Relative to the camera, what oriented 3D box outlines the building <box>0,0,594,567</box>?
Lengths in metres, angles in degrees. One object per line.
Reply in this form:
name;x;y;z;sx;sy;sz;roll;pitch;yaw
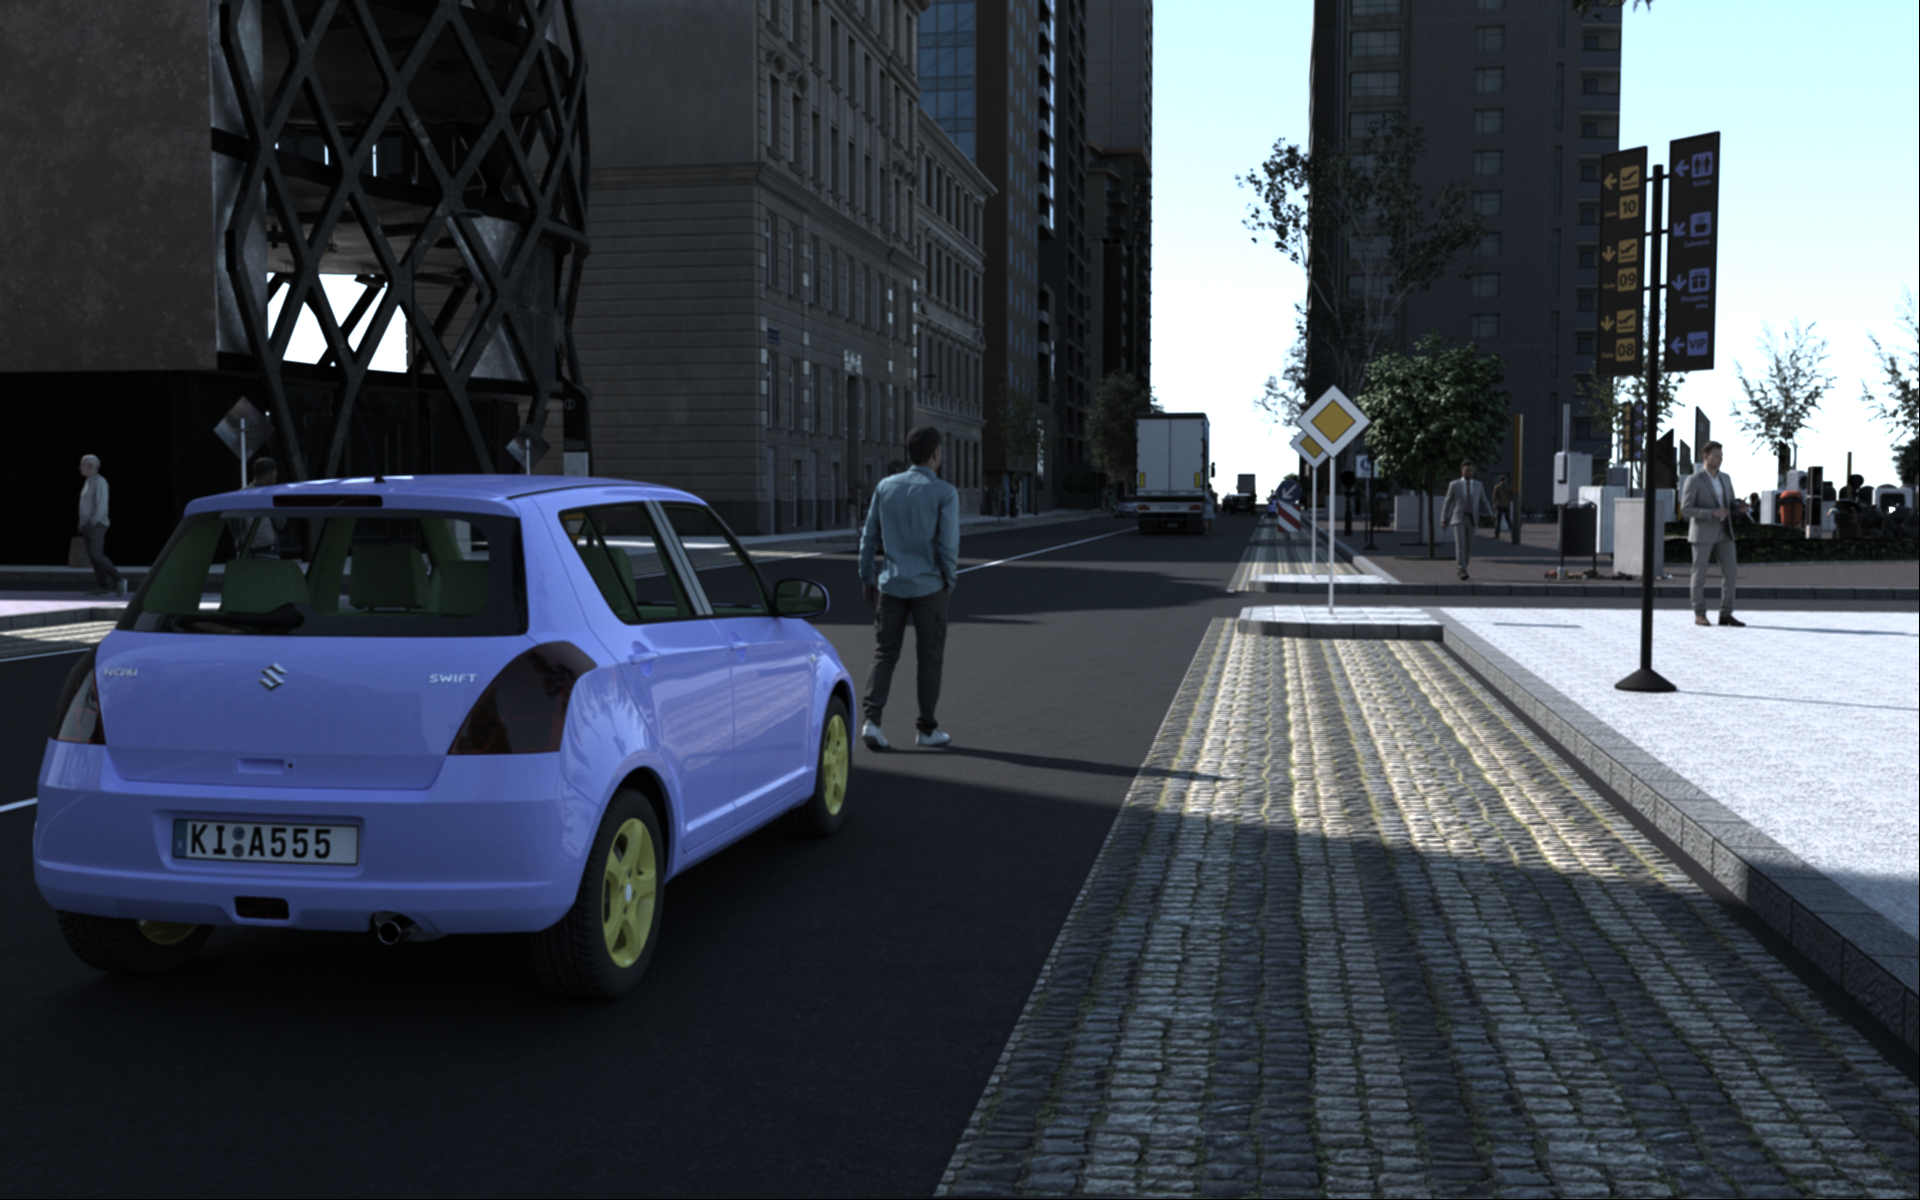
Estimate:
building;-17.389;-10.496;39.070;16.820;18.784;16.811;1;4;10

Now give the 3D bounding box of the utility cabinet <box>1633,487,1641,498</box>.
utility cabinet;22.140;-3.018;58.029;1.173;1.500;0.318;0;4;5

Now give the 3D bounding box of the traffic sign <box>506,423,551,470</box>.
traffic sign;-7.103;-1.609;28.495;0.795;2.593;0.064;1;4;10

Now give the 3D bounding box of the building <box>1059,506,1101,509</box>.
building;3.057;-44.048;158.442;20.563;71.187;20.611;1;4;10

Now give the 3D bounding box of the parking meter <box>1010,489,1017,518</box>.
parking meter;2.880;-5.229;93.912;0.372;1.533;0.369;0;3;0

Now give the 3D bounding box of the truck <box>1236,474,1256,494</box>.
truck;40.197;-15.565;243.397;2.839;4.237;11.283;1;4;9

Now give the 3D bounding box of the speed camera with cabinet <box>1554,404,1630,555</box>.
speed camera with cabinet;13.634;-2.640;37.507;0.660;3.252;2.038;-1;4;-10

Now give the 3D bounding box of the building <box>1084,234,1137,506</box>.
building;12.241;-25.846;194.286;14.160;30.474;14.107;1;4;10

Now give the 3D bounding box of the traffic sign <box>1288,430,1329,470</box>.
traffic sign;5.386;-1.470;26.226;0.795;2.593;0.064;1;4;10

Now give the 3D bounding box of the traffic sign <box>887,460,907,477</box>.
traffic sign;-2.345;-3.928;64.329;0.768;2.556;0.104;1;4;13

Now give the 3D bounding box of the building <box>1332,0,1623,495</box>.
building;39.948;-36.263;134.897;21.231;58.520;28.212;1;4;10

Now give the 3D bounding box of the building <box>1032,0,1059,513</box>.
building;-3.271;-50.153;132.665;22.319;86.520;31.000;1;4;10

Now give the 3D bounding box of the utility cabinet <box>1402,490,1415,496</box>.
utility cabinet;24.071;-5.156;92.984;0.318;1.500;1.173;0;4;-6

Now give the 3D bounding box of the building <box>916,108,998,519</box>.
building;-5.474;-15.370;87.460;11.583;22.565;21.152;1;4;10

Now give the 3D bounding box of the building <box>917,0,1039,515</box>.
building;-2.748;-28.183;110.907;14.600;45.320;14.200;1;4;10

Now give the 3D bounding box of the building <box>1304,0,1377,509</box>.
building;43.094;-32.795;159.895;21.300;48.544;21.600;1;4;10

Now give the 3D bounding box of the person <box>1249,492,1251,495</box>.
person;36.373;-12.688;216.638;0.721;1.739;1.217;0;4;-5

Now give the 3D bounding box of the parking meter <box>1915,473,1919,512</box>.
parking meter;25.123;-2.417;45.228;0.255;1.863;0.399;1;4;9

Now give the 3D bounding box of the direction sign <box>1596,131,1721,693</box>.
direction sign;4.502;-1.179;11.268;0.379;3.537;0.876;-2;4;-31

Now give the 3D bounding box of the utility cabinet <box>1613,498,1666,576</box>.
utility cabinet;10.857;-1.011;27.687;0.306;1.237;1.020;-1;4;-9

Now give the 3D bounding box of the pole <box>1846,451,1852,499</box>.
pole;42.531;-5.445;82.871;0.158;3.312;0.155;0;3;0

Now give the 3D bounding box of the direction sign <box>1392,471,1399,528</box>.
direction sign;16.738;-4.541;66.244;0.876;3.537;0.379;-2;4;-28

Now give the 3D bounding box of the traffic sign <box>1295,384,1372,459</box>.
traffic sign;3.966;-0.989;18.367;0.795;2.593;0.064;1;4;10

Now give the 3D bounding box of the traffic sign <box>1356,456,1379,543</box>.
traffic sign;10.710;-2.658;45.589;0.606;2.300;0.079;1;4;11

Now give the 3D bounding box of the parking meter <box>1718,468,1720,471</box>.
parking meter;17.126;-2.073;39.603;0.399;1.863;0.255;1;4;15

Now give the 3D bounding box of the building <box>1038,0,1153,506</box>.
building;18.116;-48.987;239.183;20.563;71.187;20.611;1;4;10

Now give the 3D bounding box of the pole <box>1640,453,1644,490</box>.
pole;34.176;-5.690;86.868;0.158;3.312;0.155;0;3;0

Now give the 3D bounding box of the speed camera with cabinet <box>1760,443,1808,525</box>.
speed camera with cabinet;31.989;-4.449;67.081;2.038;3.252;0.660;-2;4;-24

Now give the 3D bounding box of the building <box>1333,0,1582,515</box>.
building;32.565;-26.355;114.507;14.154;41.232;14.086;1;4;10

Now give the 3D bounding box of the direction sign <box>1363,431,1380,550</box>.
direction sign;9.488;-2.926;39.839;0.379;3.537;0.876;0;4;1

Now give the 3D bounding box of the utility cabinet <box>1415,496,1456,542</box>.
utility cabinet;12.851;-2.161;46.499;1.020;1.237;0.306;-1;4;-10

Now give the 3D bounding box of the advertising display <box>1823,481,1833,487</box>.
advertising display;43.146;-4.972;86.512;0.123;1.923;0.974;-1;4;-20

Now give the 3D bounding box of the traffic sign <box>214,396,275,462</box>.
traffic sign;-8.523;-1.128;20.637;0.795;2.593;0.064;1;4;10

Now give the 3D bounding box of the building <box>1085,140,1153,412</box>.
building;12.302;-34.312;215.632;22.147;44.769;28.867;1;4;10

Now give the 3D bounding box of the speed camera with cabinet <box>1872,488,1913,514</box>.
speed camera with cabinet;27.878;-3.444;50.647;2.038;3.252;0.660;1;4;21

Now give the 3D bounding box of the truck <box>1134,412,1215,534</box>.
truck;8.086;-4.653;64.985;2.839;4.237;11.283;1;4;9

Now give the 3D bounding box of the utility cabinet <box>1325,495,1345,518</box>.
utility cabinet;19.883;-4.929;91.749;1.020;1.237;0.306;2;4;26

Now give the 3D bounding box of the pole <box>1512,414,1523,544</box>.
pole;14.256;-3.086;44.296;0.158;3.312;0.155;0;3;0

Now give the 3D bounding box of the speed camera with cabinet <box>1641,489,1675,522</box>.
speed camera with cabinet;22.232;-3.806;56.559;2.038;3.252;0.660;2;4;27

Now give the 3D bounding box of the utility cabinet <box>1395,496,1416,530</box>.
utility cabinet;16.296;-3.156;62.760;1.020;1.237;0.306;0;4;1

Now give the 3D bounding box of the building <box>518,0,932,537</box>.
building;-9.508;-16.337;64.382;12.463;27.353;25.104;1;4;10
